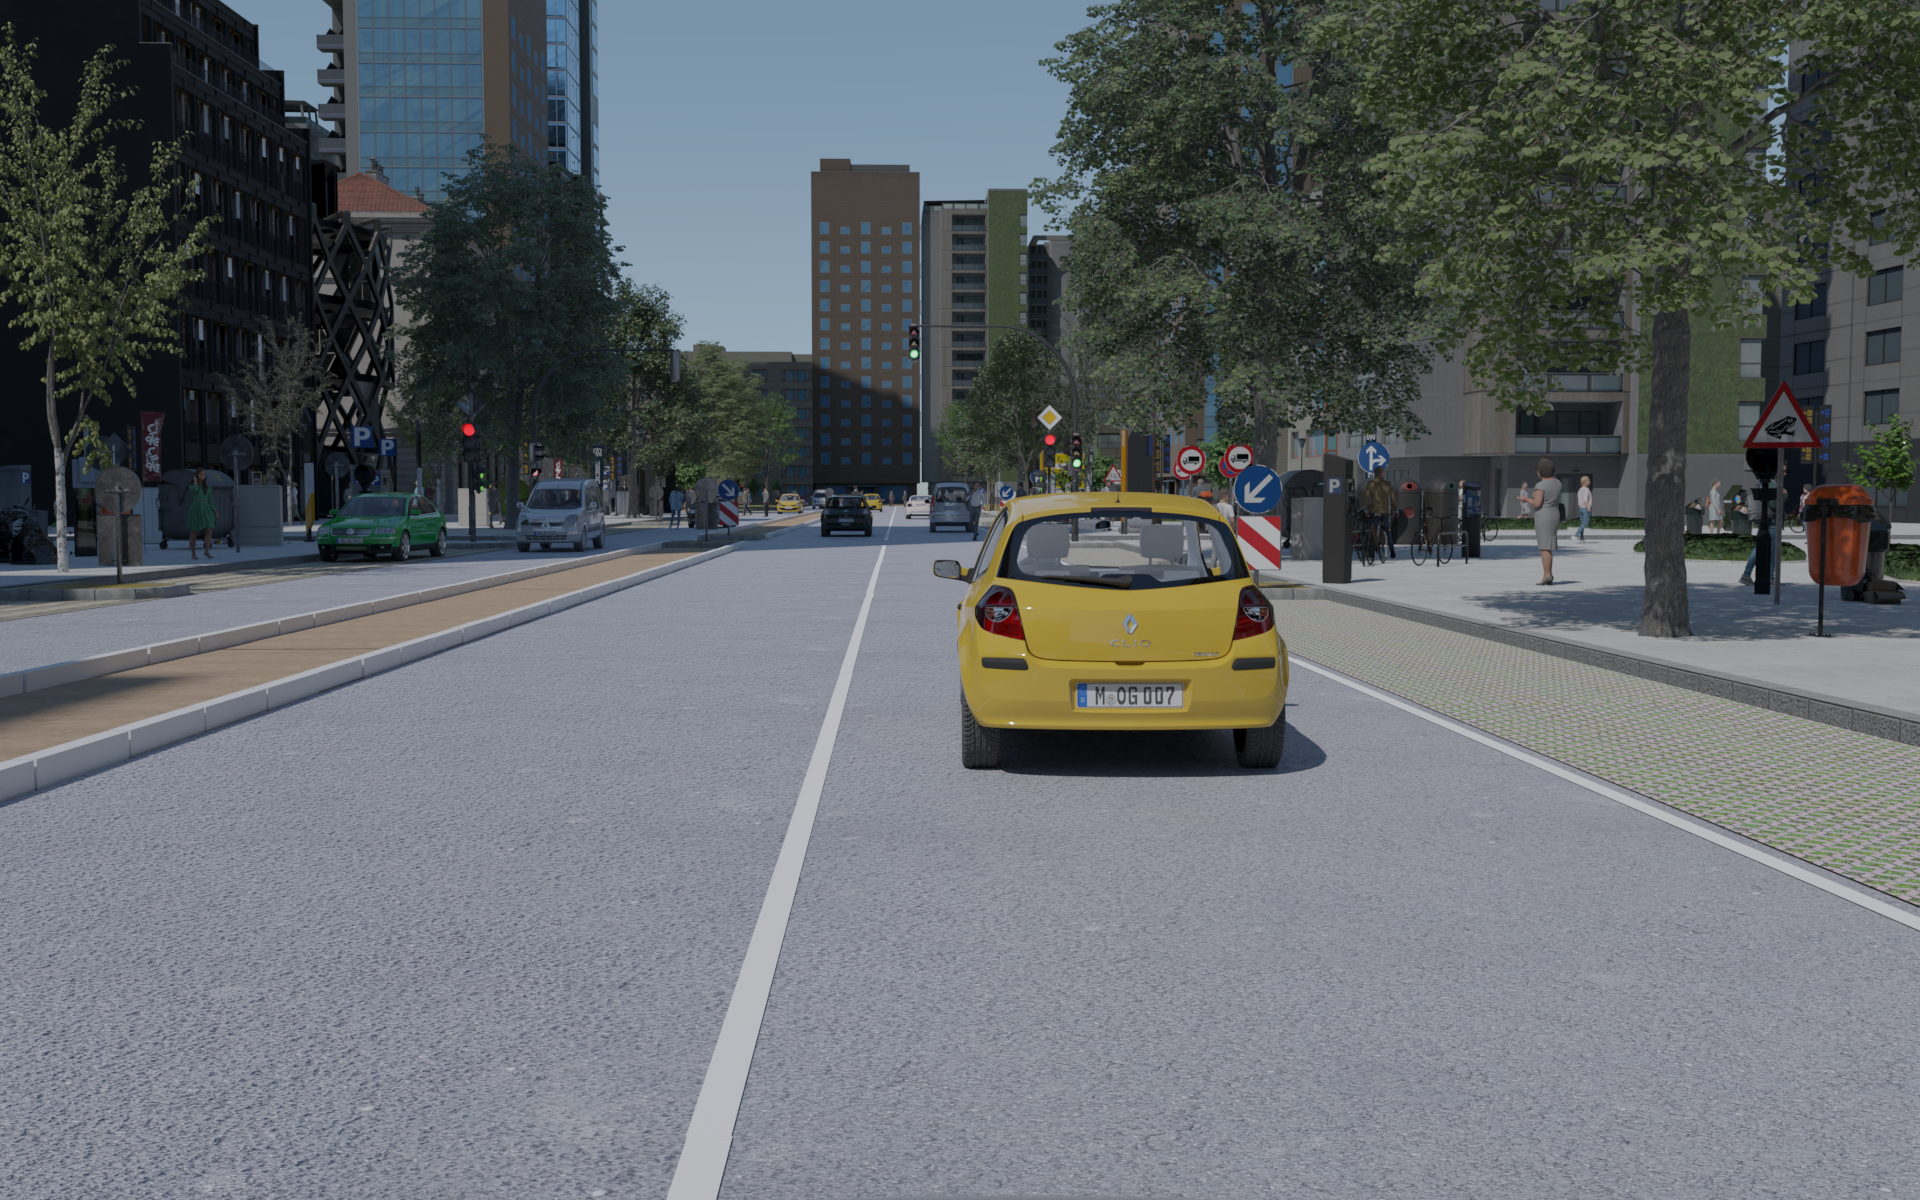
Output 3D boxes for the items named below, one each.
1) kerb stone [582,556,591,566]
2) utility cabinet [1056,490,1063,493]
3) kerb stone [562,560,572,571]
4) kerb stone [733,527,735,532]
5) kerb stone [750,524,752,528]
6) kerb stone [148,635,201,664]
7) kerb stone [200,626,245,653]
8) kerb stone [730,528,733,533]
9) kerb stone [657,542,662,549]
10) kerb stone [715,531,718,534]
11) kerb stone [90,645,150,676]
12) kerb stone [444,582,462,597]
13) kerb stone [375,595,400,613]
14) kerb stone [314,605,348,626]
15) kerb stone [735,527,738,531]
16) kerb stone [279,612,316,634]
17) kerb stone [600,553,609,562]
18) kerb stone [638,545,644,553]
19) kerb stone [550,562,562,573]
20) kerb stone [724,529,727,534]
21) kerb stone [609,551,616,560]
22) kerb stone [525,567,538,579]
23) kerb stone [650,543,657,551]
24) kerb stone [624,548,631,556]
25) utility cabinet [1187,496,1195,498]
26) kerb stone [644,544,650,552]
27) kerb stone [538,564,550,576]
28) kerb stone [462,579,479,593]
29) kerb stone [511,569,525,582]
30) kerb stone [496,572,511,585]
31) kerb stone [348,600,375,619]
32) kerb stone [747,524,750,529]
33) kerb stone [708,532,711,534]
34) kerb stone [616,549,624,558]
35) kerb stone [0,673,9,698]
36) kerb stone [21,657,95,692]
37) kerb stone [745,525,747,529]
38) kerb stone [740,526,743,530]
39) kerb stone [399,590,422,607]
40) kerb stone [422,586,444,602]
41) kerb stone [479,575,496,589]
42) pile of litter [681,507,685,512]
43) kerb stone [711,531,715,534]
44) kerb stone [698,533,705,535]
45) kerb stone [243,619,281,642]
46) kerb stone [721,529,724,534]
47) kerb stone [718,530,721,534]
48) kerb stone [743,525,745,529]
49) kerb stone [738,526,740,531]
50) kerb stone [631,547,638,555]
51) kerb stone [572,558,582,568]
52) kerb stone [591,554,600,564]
[{"bbox_3d":[-7.533,-0.747,34.460,0.120,0.150,1.000,0,4,-2],"label":"kerb stone"},{"bbox_3d":[5.296,-5.056,91.338,1.173,1.500,0.318,1,4,23],"label":"utility cabinet"},{"bbox_3d":[-7.462,-0.621,32.404,0.120,0.150,1.000,0,4,-2],"label":"kerb stone"},{"bbox_3d":[-8.587,-2.595,64.649,0.120,0.150,1.000,0,4,-2],"label":"kerb stone"},{"bbox_3d":[-8.837,-3.031,71.849,0.120,0.150,1.000,0,4,-2],"label":"kerb stone"},{"bbox_3d":[-6.857,0.440,14.997,0.120,0.150,1.000,0,4,-2],"label":"kerb stone"},{"bbox_3d":[-6.886,0.378,16.019,0.120,0.150,1.000,0,4,-2],"label":"kerb stone"},{"bbox_3d":[-8.558,-2.534,63.625,0.120,0.150,1.000,0,4,-2],"label":"kerb stone"},{"bbox_3d":[-7.901,-1.379,44.742,0.120,0.150,1.000,0,4,-2],"label":"kerb stone"},{"bbox_3d":[-8.384,-2.216,58.509,0.120,0.150,1.000,0,4,-2],"label":"kerb stone"},{"bbox_3d":[-6.827,0.506,13.964,0.120,0.150,1.000,0,4,-2],"label":"kerb stone"},{"bbox_3d":[-7.180,-0.119,24.199,0.120,0.150,1.000,0,4,-2],"label":"kerb stone"},{"bbox_3d":[-7.067,0.067,21.131,0.120,0.150,1.000,0,4,-2],"label":"kerb stone"},{"bbox_3d":[-6.998,0.190,19.088,0.120,0.150,1.000,0,4,-2],"label":"kerb stone"},{"bbox_3d":[-8.623,-2.660,65.682,0.120,0.150,1.000,0,4,-2],"label":"kerb stone"},{"bbox_3d":[-6.971,0.253,18.061,0.120,0.150,1.000,0,4,-2],"label":"kerb stone"},{"bbox_3d":[-7.607,-0.871,36.512,0.120,0.150,1.000,0,4,-2],"label":"kerb stone"},{"bbox_3d":[-7.786,-1.191,41.662,0.120,0.150,1.000,0,4,-2],"label":"kerb stone"},{"bbox_3d":[-7.424,-0.562,31.378,0.120,0.150,1.000,0,4,-2],"label":"kerb stone"},{"bbox_3d":[-8.479,-2.409,61.580,0.120,0.150,1.000,0,4,-2],"label":"kerb stone"},{"bbox_3d":[-7.644,-0.928,37.534,0.120,0.150,1.000,0,4,-2],"label":"kerb stone"},{"bbox_3d":[-7.358,-0.436,29.316,0.120,0.150,1.000,0,4,-2],"label":"kerb stone"},{"bbox_3d":[-7.854,-1.316,43.715,0.120,0.150,1.000,0,4,-2],"label":"kerb stone"},{"bbox_3d":[-7.723,-1.064,39.616,0.120,0.150,1.000,0,4,-2],"label":"kerb stone"},{"bbox_3d":[9.110,-3.422,67.104,1.020,1.237,0.306,1,4,10],"label":"utility cabinet"},{"bbox_3d":[-7.830,-1.250,42.683,0.120,0.150,1.000,0,4,-2],"label":"kerb stone"},{"bbox_3d":[-7.397,-0.497,30.356,0.120,0.150,1.000,0,4,-2],"label":"kerb stone"},{"bbox_3d":[-7.218,-0.179,25.221,0.120,0.150,1.000,0,4,-2],"label":"kerb stone"},{"bbox_3d":[-7.320,-0.373,28.290,0.120,0.150,1.000,0,4,-2],"label":"kerb stone"},{"bbox_3d":[-7.289,-0.310,27.269,0.120,0.150,1.000,0,4,-2],"label":"kerb stone"},{"bbox_3d":[-7.038,0.128,20.109,0.120,0.150,1.000,0,4,-2],"label":"kerb stone"},{"bbox_3d":[-8.806,-2.968,70.821,0.120,0.150,1.000,0,4,-2],"label":"kerb stone"},{"bbox_3d":[-8.304,-2.088,56.466,0.120,0.150,1.000,0,4,-2],"label":"kerb stone"},{"bbox_3d":[-7.683,-0.999,38.581,0.120,0.150,1.000,0,4,-2],"label":"kerb stone"},{"bbox_3d":[-6.755,0.630,11.908,0.120,0.150,1.000,0,4,-2],"label":"kerb stone"},{"bbox_3d":[-6.774,0.567,12.930,0.120,0.150,1.000,0,4,-2],"label":"kerb stone"},{"bbox_3d":[-8.783,-2.908,69.787,0.120,0.150,1.000,0,4,-2],"label":"kerb stone"},{"bbox_3d":[-8.697,-2.785,67.742,0.120,0.150,1.000,0,4,-2],"label":"kerb stone"},{"bbox_3d":[-7.107,0.004,22.152,0.120,0.150,1.000,0,4,-2],"label":"kerb stone"},{"bbox_3d":[-7.134,-0.060,23.173,0.120,0.150,1.000,0,4,-2],"label":"kerb stone"},{"bbox_3d":[-7.251,-0.248,26.243,0.120,0.150,1.000,0,4,-2],"label":"kerb stone"},{"bbox_3d":[-19.903,-6.942,127.468,1.719,0.858,1.176,2,4,35],"label":"pile of litter"},{"bbox_3d":[-8.347,-2.159,57.487,0.120,0.150,1.000,0,4,-2],"label":"kerb stone"},{"bbox_3d":[-8.270,-2.033,55.444,0.120,0.150,1.000,0,4,-2],"label":"kerb stone"},{"bbox_3d":[-6.943,0.318,17.040,0.120,0.150,1.000,0,4,-2],"label":"kerb stone"},{"bbox_3d":[-8.451,-2.346,60.558,0.120,0.150,1.000,0,4,-2],"label":"kerb stone"},{"bbox_3d":[-8.418,-2.283,59.530,0.120,0.150,1.000,0,4,-2],"label":"kerb stone"},{"bbox_3d":[-8.733,-2.848,68.763,0.120,0.150,1.000,0,4,-2],"label":"kerb stone"},{"bbox_3d":[-8.665,-2.722,66.708,0.120,0.150,1.000,0,4,-2],"label":"kerb stone"},{"bbox_3d":[-7.754,-1.128,40.638,0.120,0.150,1.000,0,4,-2],"label":"kerb stone"},{"bbox_3d":[-7.503,-0.685,33.433,0.120,0.150,1.000,0,4,-2],"label":"kerb stone"},{"bbox_3d":[-7.579,-0.813,35.481,0.120,0.150,1.000,0,4,-2],"label":"kerb stone"}]
